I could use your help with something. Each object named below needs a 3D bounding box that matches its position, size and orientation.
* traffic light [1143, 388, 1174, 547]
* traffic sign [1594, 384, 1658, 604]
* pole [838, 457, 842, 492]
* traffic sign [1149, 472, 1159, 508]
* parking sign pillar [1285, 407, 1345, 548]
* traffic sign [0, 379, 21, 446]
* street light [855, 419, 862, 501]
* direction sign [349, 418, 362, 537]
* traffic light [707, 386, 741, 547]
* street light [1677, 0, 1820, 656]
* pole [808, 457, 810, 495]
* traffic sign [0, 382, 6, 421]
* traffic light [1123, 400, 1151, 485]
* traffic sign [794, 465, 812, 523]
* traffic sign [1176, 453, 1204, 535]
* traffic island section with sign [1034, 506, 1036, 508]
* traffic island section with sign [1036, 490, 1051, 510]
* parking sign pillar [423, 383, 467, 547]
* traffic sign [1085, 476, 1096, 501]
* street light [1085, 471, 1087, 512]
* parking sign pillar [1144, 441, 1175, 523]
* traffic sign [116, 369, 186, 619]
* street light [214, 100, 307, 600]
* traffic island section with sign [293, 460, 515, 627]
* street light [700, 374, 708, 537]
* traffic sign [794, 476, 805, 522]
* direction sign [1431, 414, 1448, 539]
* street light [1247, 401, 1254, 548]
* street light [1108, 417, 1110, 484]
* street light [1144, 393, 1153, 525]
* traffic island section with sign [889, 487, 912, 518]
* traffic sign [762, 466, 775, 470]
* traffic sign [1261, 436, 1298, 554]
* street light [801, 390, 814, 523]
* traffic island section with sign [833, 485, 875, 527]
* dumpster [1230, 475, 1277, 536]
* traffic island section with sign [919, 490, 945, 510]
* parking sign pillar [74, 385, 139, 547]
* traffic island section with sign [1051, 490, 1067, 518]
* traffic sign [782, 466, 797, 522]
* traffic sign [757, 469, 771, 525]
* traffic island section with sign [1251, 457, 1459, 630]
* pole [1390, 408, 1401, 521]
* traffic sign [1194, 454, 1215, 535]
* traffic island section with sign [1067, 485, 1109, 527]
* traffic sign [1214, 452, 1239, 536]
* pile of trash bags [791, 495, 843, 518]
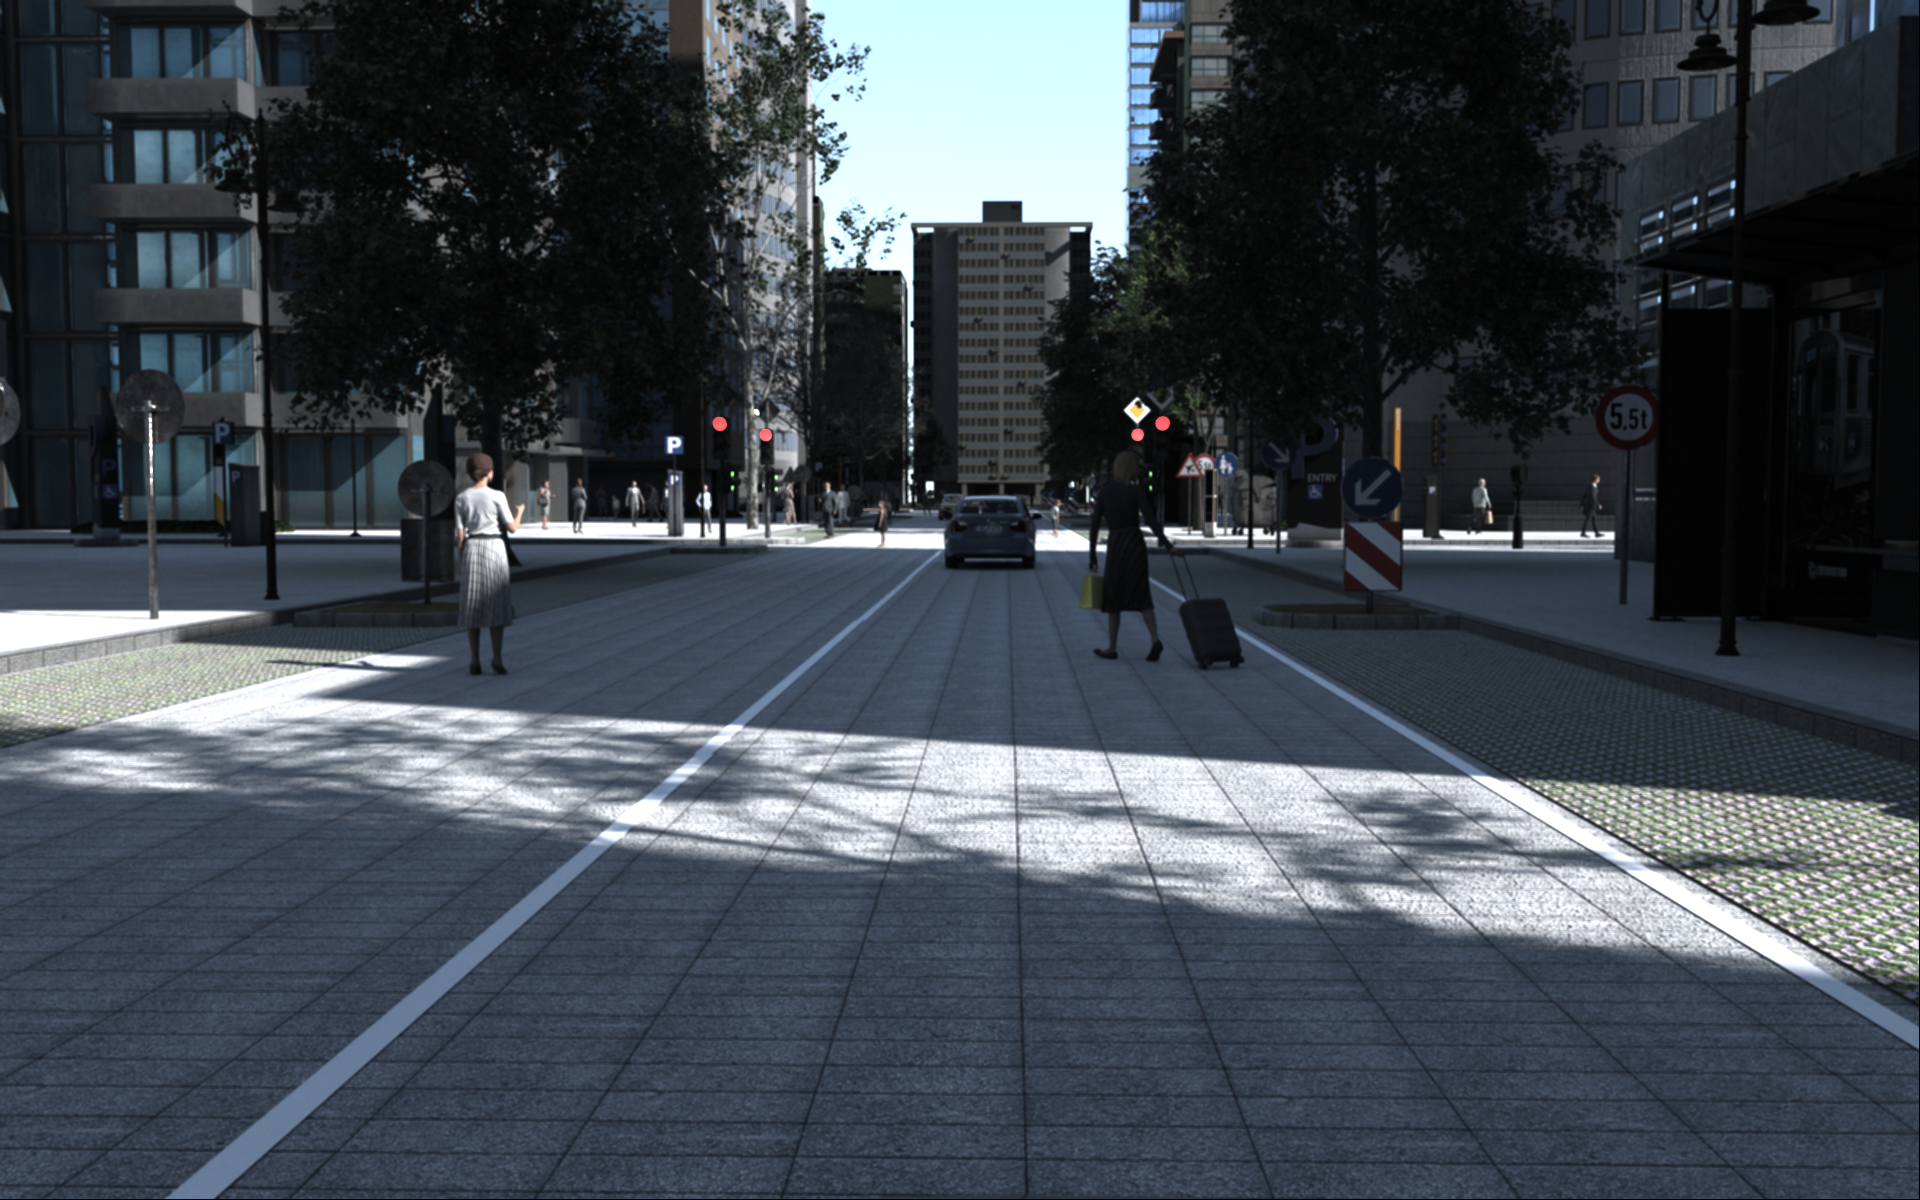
[{"bbox_3d":[4.866,-3.248,42.024,0.839,4.253,0.868,0,4,2],"label":"traffic light"},{"bbox_3d":[7.728,-1.223,20.105,0.768,2.556,0.104,0,4,5],"label":"traffic sign"},{"bbox_3d":[-6.529,-6.153,94.450,0.158,3.312,0.155,0,3,0],"label":"pole"},{"bbox_3d":[8.282,-4.349,73.228,0.606,2.300,0.079,1,4,9],"label":"traffic sign"},{"bbox_3d":[8.565,-3.250,41.618,1.447,3.967,1.447,1,4,19],"label":"parking sign pillar"},{"bbox_3d":[-10.544,-1.144,18.808,0.768,2.556,0.104,1,4,9],"label":"traffic sign"},{"bbox_3d":[-6.152,-8.062,104.609,0.468,5.910,1.993,0,4,2],"label":"street light"},{"bbox_3d":[-18.226,-3.676,52.100,0.379,3.537,0.876,-1,4,-15],"label":"direction sign"},{"bbox_3d":[-5.792,-3.265,42.296,0.839,4.253,0.868,0,4,2],"label":"traffic light"},{"bbox_3d":[6.116,-2.498,13.623,0.468,5.910,1.993,0,4,2],"label":"street light"},{"bbox_3d":[-8.399,-6.247,95.981,0.158,3.312,0.155,0,3,0],"label":"pole"},{"bbox_3d":[-9.463,-1.002,16.495,0.768,2.556,0.104,0,4,3],"label":"traffic sign"},{"bbox_3d":[5.082,-3.736,50.006,0.839,4.253,0.868,0,4,2],"label":"traffic light"},{"bbox_3d":[-6.872,-4.623,75.699,0.768,2.556,0.104,0,4,4],"label":"traffic sign"},{"bbox_3d":[7.200,-3.320,54.294,0.884,2.594,0.081,1,4,11],"label":"traffic sign"},{"bbox_3d":[8.646,-10.479,179.958,1.989,1.847,2.006,0,4,2],"label":"traffic island section with sign"},{"bbox_3d":[7.901,-8.795,152.425,1.989,1.847,2.006,0,4,2],"label":"traffic island section with sign"},{"bbox_3d":[-12.832,-3.315,42.677,1.447,3.967,1.447,-2,4,-31],"label":"parking sign pillar"},{"bbox_3d":[9.028,-7.318,119.761,0.768,2.556,0.104,0,4,6],"label":"traffic sign"},{"bbox_3d":[9.084,-9.293,124.721,0.468,5.910,1.993,0,4,2],"label":"street light"},{"bbox_3d":[8.957,-5.449,77.563,1.447,3.967,1.447,1,4,10],"label":"parking sign pillar"},{"bbox_3d":[-8.259,-1.075,17.677,0.768,2.556,0.104,0,4,8],"label":"traffic sign"},{"bbox_3d":[-8.372,-2.943,20.903,0.468,5.910,1.993,0,4,2],"label":"street light"},{"bbox_3d":[-6.126,-0.661,19.429,1.989,1.847,2.006,0,4,2],"label":"traffic island section with sign"},{"bbox_3d":[-7.611,-4.787,51.056,0.468,5.910,1.993,0,4,2],"label":"street light"},{"bbox_3d":[-7.311,-4.897,80.166,0.768,2.556,0.104,0,4,5],"label":"traffic sign"},{"bbox_3d":[13.614,-3.500,49.227,0.379,3.537,0.876,-1,4,-10],"label":"direction sign"},{"bbox_3d":[6.862,-4.157,40.752,0.468,5.910,1.993,0,4,2],"label":"street light"},{"bbox_3d":[8.399,-7.640,97.699,0.468,5.910,1.993,0,4,2],"label":"street light"},{"bbox_3d":[7.688,-6.025,71.295,0.468,5.910,1.993,0,4,2],"label":"street light"},{"bbox_3d":[-3.858,-5.782,103.171,1.989,1.847,2.006,0,4,2],"label":"traffic island section with sign"},{"bbox_3d":[-8.550,-4.712,77.154,0.768,2.556,0.104,0,4,6],"label":"traffic sign"},{"bbox_3d":[6.832,-2.263,37.101,0.768,2.556,0.104,1,4,11],"label":"traffic sign"},{"bbox_3d":[-6.847,-6.402,77.458,0.468,5.910,1.993,0,4,2],"label":"street light"},{"bbox_3d":[-4.600,-4.101,75.673,1.989,1.847,2.006,0,4,2],"label":"traffic island section with sign"},{"bbox_3d":[9.140,-2.938,53.797,1.264,1.857,1.865,0,4,1],"label":"dumpster"},{"bbox_3d":[-2.526,-8.788,152.311,1.989,1.847,2.006,0,4,2],"label":"traffic island section with sign"},{"bbox_3d":[-20.976,-3.302,42.455,1.447,3.967,1.447,-2,4,-35],"label":"parking sign pillar"},{"bbox_3d":[6.556,-5.750,102.641,1.989,1.847,2.006,0,4,2],"label":"traffic island section with sign"},{"bbox_3d":[-7.893,-4.937,80.723,0.884,2.594,0.081,0,4,2],"label":"traffic sign"},{"bbox_3d":[-8.093,-4.227,71.248,0.606,2.300,0.079,0,4,5],"label":"traffic sign"},{"bbox_3d":[4.283,-0.643,19.139,1.989,1.847,2.006,0,4,2],"label":"traffic island section with sign"},{"bbox_3d":[10.322,-2.887,41.040,0.158,3.312,0.155,0,3,0],"label":"pole"},{"bbox_3d":[7.706,-3.338,54.687,0.768,2.556,0.104,0,4,6],"label":"traffic sign"},{"bbox_3d":[5.796,-4.058,74.971,1.989,1.847,2.006,0,4,2],"label":"traffic island section with sign"},{"bbox_3d":[8.088,-3.216,52.687,0.768,2.556,0.104,0,4,3],"label":"traffic sign"},{"bbox_3d":[-7.880,-4.980,91.172,1.912,1.369,3.447,3,4,38],"label":"pile of trash bags"}]
